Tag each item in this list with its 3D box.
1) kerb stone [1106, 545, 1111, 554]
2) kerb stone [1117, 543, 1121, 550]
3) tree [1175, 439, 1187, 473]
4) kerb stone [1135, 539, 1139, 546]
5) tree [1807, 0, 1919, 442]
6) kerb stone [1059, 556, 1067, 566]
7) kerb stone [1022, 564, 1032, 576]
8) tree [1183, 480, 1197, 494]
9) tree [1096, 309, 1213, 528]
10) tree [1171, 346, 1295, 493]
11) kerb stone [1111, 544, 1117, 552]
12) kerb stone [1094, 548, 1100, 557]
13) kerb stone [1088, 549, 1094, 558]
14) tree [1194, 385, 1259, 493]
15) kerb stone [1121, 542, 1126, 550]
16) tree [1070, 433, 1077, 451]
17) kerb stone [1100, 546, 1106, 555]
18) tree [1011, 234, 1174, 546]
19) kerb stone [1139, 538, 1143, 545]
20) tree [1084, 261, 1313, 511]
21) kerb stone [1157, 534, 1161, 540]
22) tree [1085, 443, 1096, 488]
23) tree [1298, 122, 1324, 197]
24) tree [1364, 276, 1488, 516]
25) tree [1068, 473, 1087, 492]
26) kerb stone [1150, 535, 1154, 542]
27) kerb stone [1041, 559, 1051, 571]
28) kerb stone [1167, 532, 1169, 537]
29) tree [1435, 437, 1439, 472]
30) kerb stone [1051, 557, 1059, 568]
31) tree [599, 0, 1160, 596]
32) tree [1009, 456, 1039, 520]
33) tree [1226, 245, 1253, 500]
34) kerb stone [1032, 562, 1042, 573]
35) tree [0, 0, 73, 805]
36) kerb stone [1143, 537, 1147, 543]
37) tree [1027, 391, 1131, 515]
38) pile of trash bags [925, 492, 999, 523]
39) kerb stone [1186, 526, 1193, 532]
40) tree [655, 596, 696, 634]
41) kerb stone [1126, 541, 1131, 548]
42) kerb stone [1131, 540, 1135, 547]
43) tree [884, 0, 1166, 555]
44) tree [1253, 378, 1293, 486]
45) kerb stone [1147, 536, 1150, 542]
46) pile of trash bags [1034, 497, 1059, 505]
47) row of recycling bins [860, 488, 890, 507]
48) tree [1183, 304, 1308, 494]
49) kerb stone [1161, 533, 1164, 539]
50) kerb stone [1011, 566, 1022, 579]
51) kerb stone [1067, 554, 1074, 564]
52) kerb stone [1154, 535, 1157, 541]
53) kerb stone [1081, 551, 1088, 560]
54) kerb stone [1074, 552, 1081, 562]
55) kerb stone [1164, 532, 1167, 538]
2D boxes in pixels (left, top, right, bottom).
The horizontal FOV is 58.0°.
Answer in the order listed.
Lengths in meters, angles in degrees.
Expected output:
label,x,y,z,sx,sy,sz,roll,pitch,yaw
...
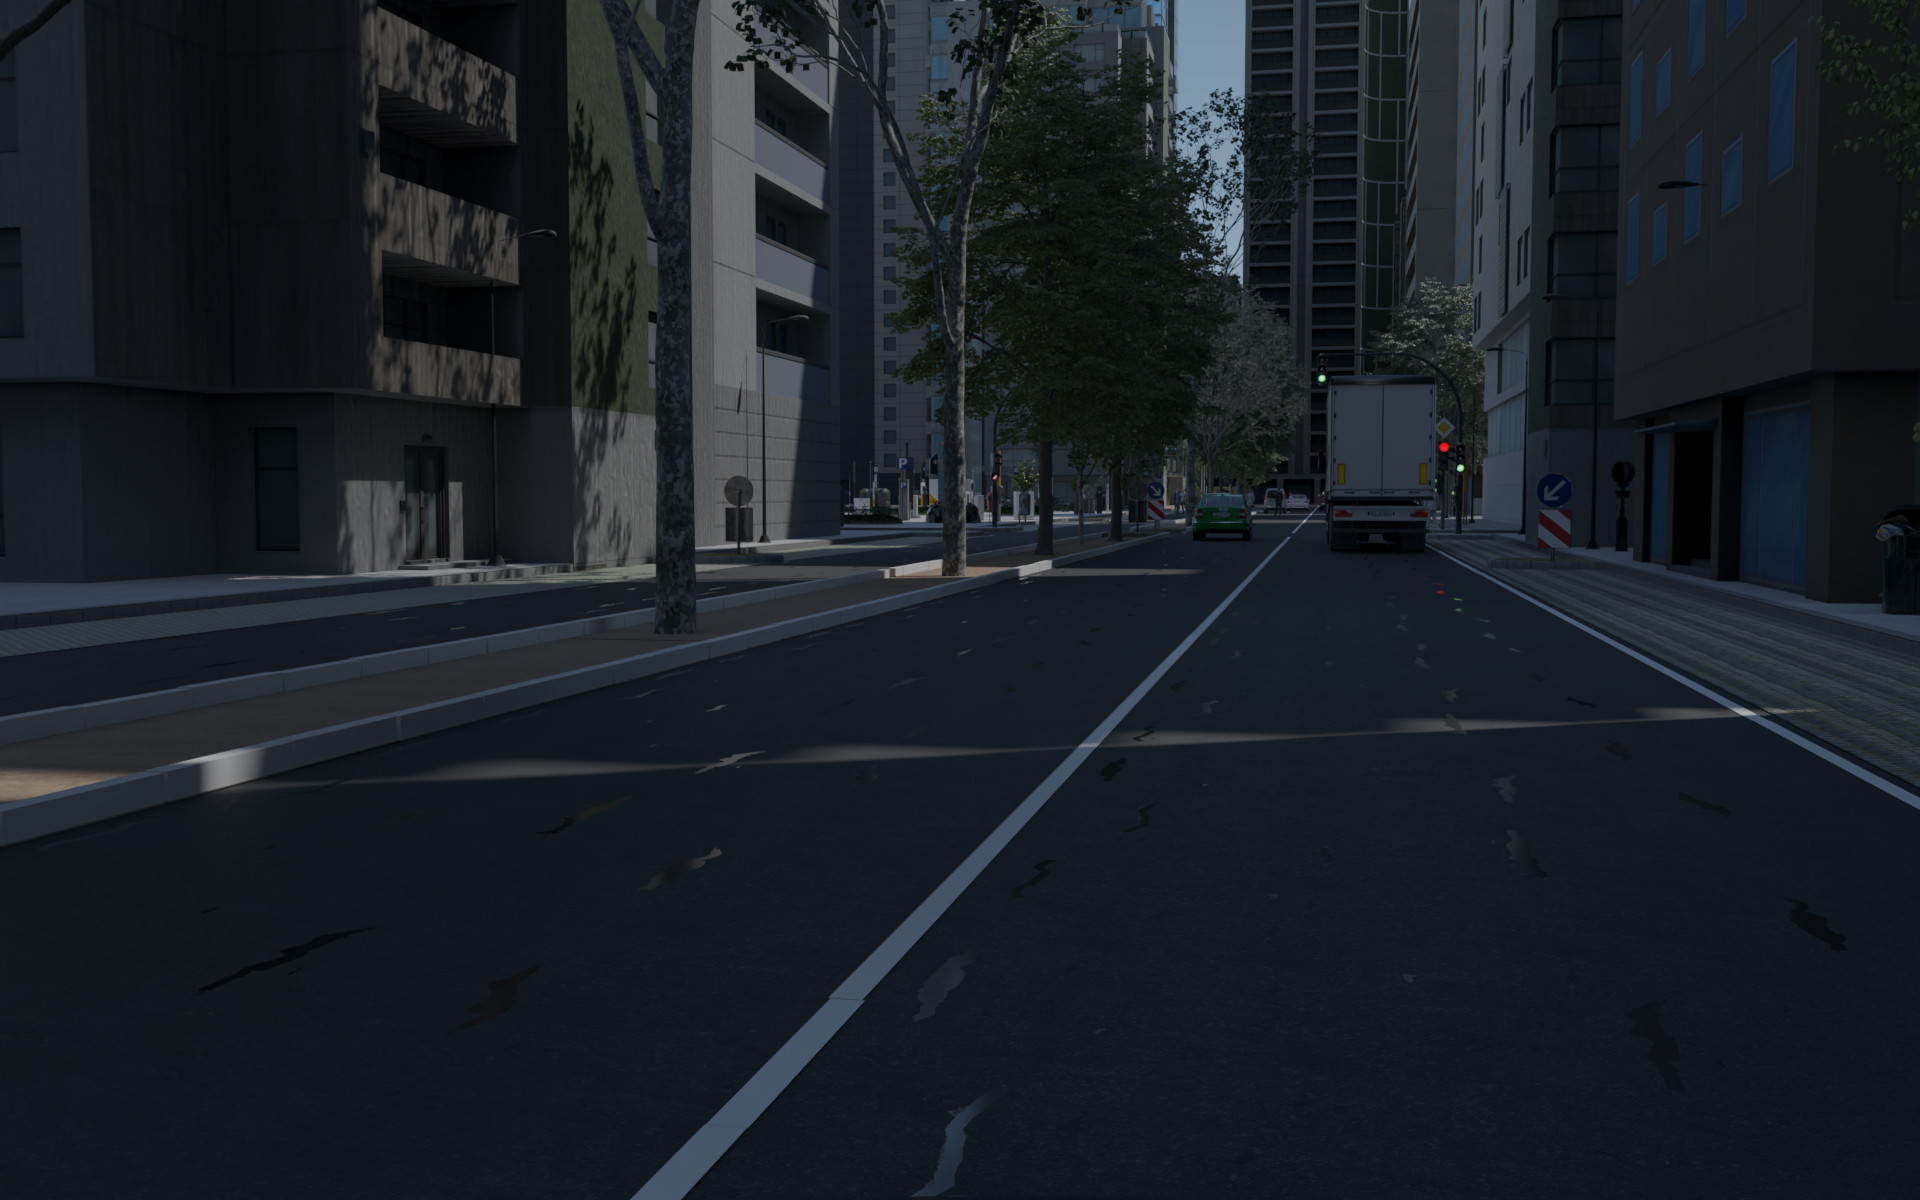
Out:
label,x,y,z,sx,sy,sz,roll,pitch,yaw
kerb stone,3.457,-1.188,41.625,0.120,0.150,1.000,1,4,12
kerb stone,3.881,-1.305,43.625,0.120,0.150,1.000,1,4,12
tree,25.077,-14.503,187.485,4.737,8.622,4.395,0,3,0
kerb stone,4.740,-1.556,47.636,0.120,0.150,1.000,1,4,12
tree,9.763,-3.927,14.563,4.737,8.622,4.395,0,3,0
kerb stone,1.955,-0.757,34.595,0.120,0.150,1.000,1,4,12
kerb stone,1.090,-0.512,30.587,0.120,0.150,1.000,1,4,12
tree,25.437,-12.156,193.350,1.663,3.219,1.824,0,3,0
tree,7.581,-6.924,66.022,4.360,8.622,3.978,0,3,0
tree,15.523,-10.100,102.003,8.767,10.594,7.601,1,4,12
kerb stone,3.671,-1.249,42.624,0.120,0.150,1.000,1,4,12
kerb stone,3.025,-1.064,39.611,0.120,0.150,1.000,1,4,12
kerb stone,2.806,-1.004,38.612,0.120,0.150,1.000,1,4,12
tree,16.962,-9.501,108.154,4.737,8.622,4.395,0,3,0
kerb stone,4.094,-1.369,44.630,0.120,0.150,1.000,1,4,12
tree,12.600,-13.583,132.452,12.009,13.543,11.850,0,3,0
kerb stone,3.244,-1.127,40.614,0.120,0.150,1.000,1,4,12
tree,3.286,-5.743,46.720,4.737,8.622,4.395,0,3,0
kerb stone,4.958,-1.617,48.635,0.120,0.150,1.000,1,4,12
tree,13.029,-10.803,89.460,12.009,13.543,11.850,0,3,0
kerb stone,6.023,-1.923,53.636,0.120,0.150,1.000,1,4,12
tree,10.339,-10.615,123.911,4.360,8.622,3.978,0,3,0
tree,9.055,-13.330,76.292,12.611,20.169,13.585,0,3,0
tree,28.066,-11.772,99.121,9.857,13.997,8.962,0,3,0
tree,9.698,-8.928,140.574,1.663,3.219,1.824,0,3,0
kerb stone,5.591,-1.801,51.638,0.120,0.150,1.000,1,4,12
kerb stone,1.520,-0.635,32.595,0.120,0.150,1.000,1,4,12
kerb stone,6.660,-2.107,56.643,0.120,0.150,1.000,1,4,12
tree,35.209,-11.063,131.242,4.360,8.622,3.978,0,3,0
kerb stone,1.736,-0.696,33.595,0.120,0.150,1.000,1,4,12
tree,-1.115,-10.536,30.608,12.611,20.169,13.585,0,3,0
tree,3.107,-5.649,86.967,1.663,3.219,1.824,0,3,0
tree,4.713,-8.077,52.635,7.486,12.596,7.792,0,3,0
kerb stone,1.304,-0.564,31.590,0.120,0.150,1.000,1,4,12
tree,-4.732,-4.823,7.063,9.928,11.665,9.643,0,3,0
kerb stone,5.164,-1.677,49.636,0.120,0.150,1.000,1,4,12
tree,7.568,-10.591,107.582,7.601,10.594,8.767,1,4,9
pile of trash bags,0.266,-4.098,76.760,3.447,1.369,1.912,-2,4,-32
kerb stone,8.923,-2.753,67.209,0.120,0.150,1.000,1,4,12
tree,-3.925,-9.779,18.234,12.611,20.169,13.585,0,3,0
kerb stone,4.312,-1.430,45.632,0.120,0.150,1.000,1,4,12
kerb stone,4.525,-1.494,46.637,0.120,0.150,1.000,1,4,12
tree,1.969,-7.337,40.541,7.486,12.596,7.792,0,3,0
tree,20.283,-12.462,124.345,7.486,12.596,7.792,0,3,0
kerb stone,5.379,-1.735,50.639,0.120,0.150,1.000,1,4,12
pile of trash bags,6.642,-7.549,133.179,1.912,1.369,3.447,0,4,-4
row of recycling bins,-6.004,-7.053,122.433,1.069,1.692,3.534,-2,4,-31
tree,18.683,-12.635,115.691,9.857,13.997,8.962,0,3,0
kerb stone,6.234,-1.984,54.641,0.120,0.150,1.000,1,4,12
kerb stone,0.871,-0.447,29.583,0.120,0.150,1.000,1,4,12
kerb stone,2.163,-0.820,35.599,0.120,0.150,1.000,1,4,12
kerb stone,5.808,-1.858,52.637,0.120,0.150,1.000,1,4,12
kerb stone,2.594,-0.943,37.610,0.120,0.150,1.000,1,4,12
kerb stone,2.375,-0.880,36.603,0.120,0.150,1.000,1,4,12
kerb stone,6.449,-2.046,55.643,0.120,0.150,1.000,1,4,12
